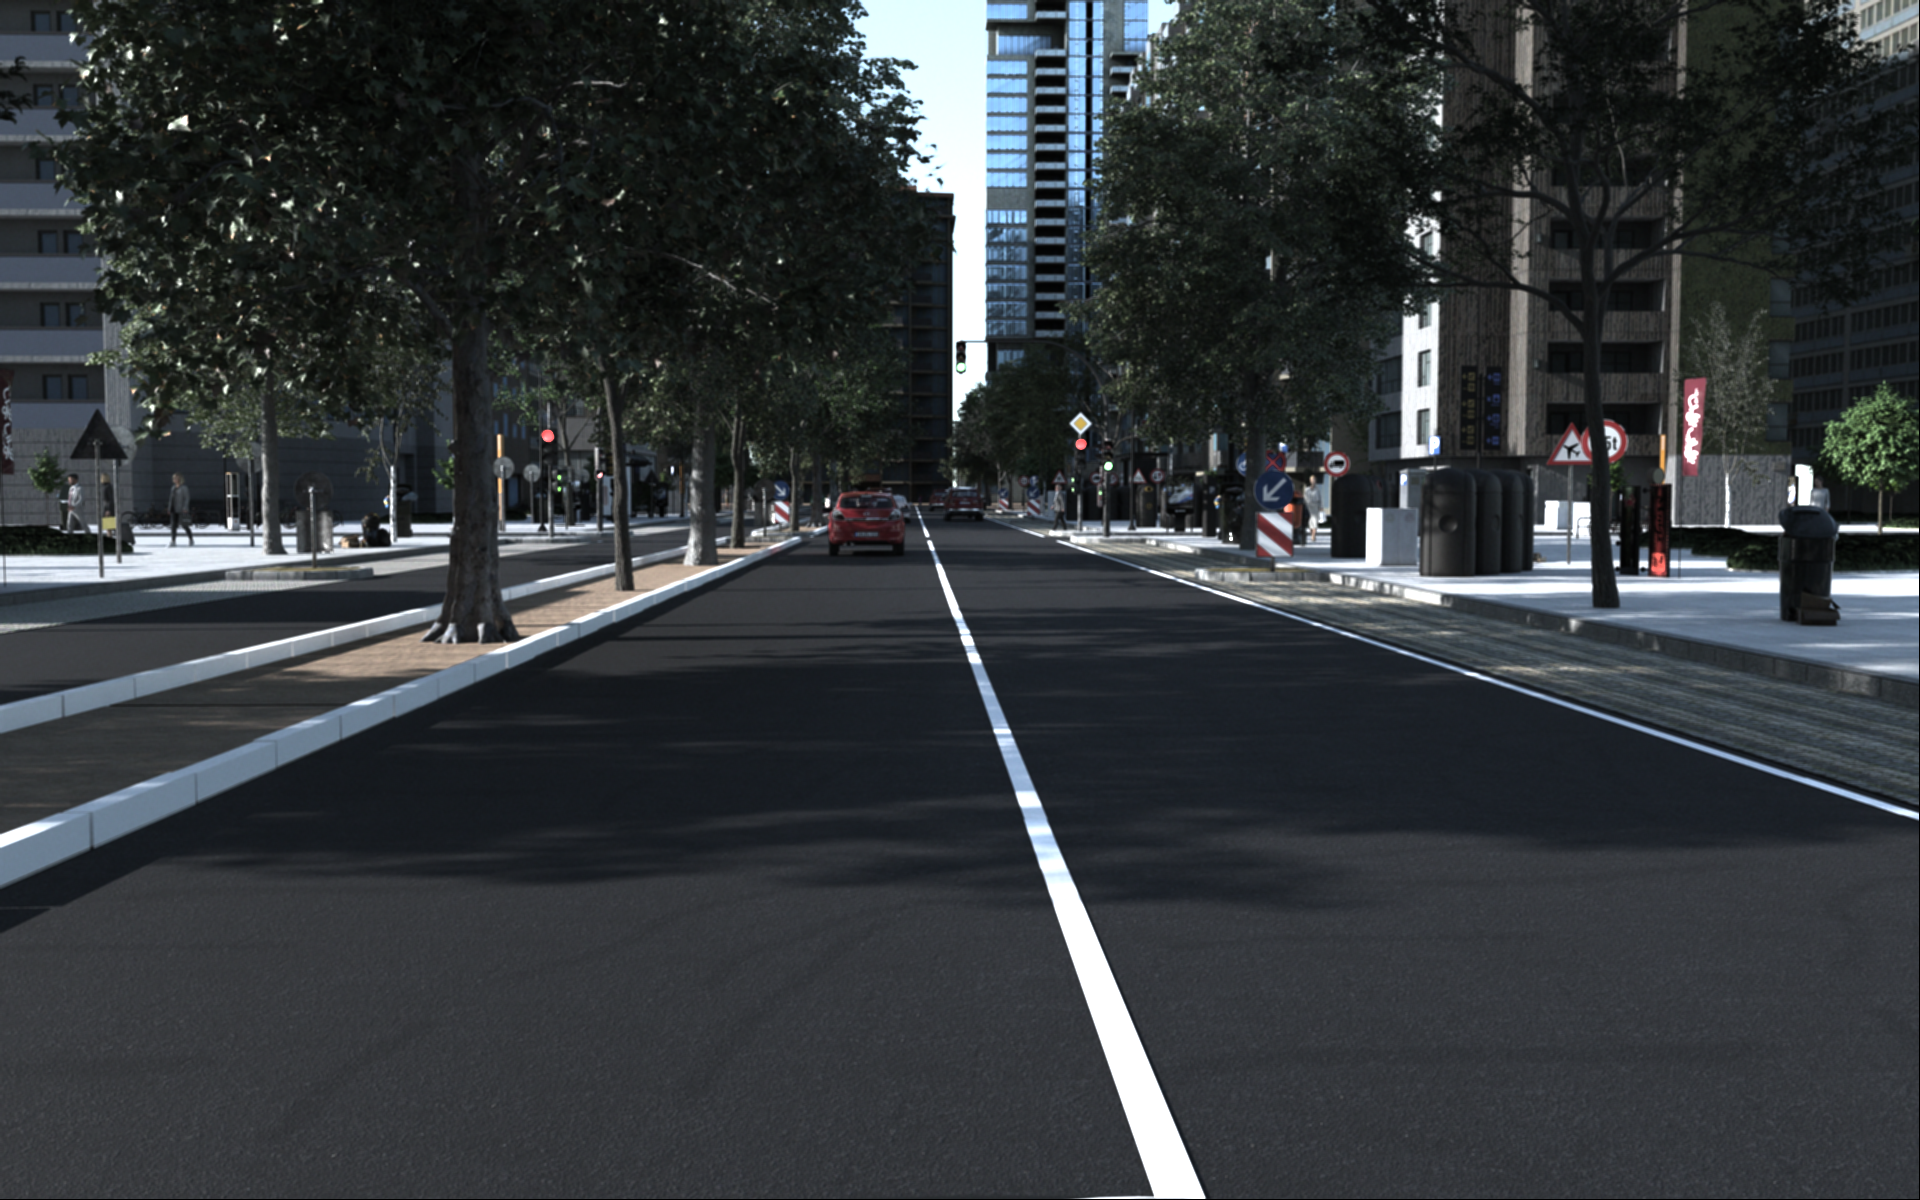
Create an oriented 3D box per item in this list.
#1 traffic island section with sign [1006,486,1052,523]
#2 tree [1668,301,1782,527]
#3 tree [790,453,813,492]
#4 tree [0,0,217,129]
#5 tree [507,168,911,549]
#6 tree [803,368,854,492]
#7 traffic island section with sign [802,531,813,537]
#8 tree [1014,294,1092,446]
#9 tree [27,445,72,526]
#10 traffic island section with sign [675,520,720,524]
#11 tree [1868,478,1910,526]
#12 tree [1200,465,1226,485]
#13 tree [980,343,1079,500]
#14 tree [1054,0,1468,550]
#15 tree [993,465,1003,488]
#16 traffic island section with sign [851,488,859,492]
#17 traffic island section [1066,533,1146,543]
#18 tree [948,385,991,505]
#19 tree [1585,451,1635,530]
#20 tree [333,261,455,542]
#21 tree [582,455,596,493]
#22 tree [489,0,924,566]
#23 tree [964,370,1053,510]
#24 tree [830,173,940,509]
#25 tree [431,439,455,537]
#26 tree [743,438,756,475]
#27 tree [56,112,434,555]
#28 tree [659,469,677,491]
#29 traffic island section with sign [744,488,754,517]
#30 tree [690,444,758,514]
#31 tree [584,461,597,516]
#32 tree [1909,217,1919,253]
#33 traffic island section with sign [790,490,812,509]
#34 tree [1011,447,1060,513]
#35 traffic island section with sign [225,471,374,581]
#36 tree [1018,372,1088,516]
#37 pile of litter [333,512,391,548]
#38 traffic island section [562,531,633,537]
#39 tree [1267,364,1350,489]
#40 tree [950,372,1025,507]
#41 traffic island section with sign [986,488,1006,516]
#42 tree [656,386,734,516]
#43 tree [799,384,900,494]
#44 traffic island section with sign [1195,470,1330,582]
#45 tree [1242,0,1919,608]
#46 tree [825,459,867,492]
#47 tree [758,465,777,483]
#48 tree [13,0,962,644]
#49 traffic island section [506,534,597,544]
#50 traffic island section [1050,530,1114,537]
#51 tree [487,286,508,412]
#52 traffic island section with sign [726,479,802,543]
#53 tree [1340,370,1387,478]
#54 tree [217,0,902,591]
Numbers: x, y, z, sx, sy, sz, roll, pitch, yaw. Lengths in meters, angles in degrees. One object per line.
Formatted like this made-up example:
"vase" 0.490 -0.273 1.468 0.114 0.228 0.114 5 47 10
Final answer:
"traffic island section with sign" 3.435 -4.665 84.900 1.989 1.847 2.006 0 4 -2
"tree" 28.953 -7.025 65.221 4.360 8.622 3.978 0 3 0
"tree" -18.435 -15.336 201.107 4.360 8.622 3.978 0 3 0
"tree" -4.832 -4.329 7.647 8.767 10.594 7.601 0 4 -2
"tree" -5.740 -7.151 45.136 9.928 11.665 9.643 0 3 0
"tree" -6.625 -7.895 81.903 4.737 8.622 4.395 0 3 0
"traffic island section with sign" -6.058 -3.104 58.891 2.006 1.907 1.989 0 4 -2
"tree" 6.118 -8.330 70.602 8.767 10.594 7.601 -2 4 -29
"tree" -36.261 -4.555 69.068 1.663 3.219 1.824 0 3 0
"traffic island section with sign" -12.647 -4.591 83.696 1.989 1.847 2.006 0 4 -2
"tree" 36.863 -4.522 68.539 1.663 3.219 1.824 0 3 0
"tree" 16.873 -7.391 115.444 1.663 3.219 1.824 0 3 0
"tree" 5.215 -12.822 127.763 7.486 12.596 7.792 0 3 0
"tree" 6.723 -8.137 39.699 9.857 13.997 8.962 0 3 0
"tree" 2.393 -17.961 210.665 9.611 12.733 9.660 0 3 0
"traffic island section with sign" -8.177 -7.698 133.999 2.006 1.907 1.989 0 4 -2
"traffic island section" 4.370 -1.789 51.534 2.009 0.180 2.903 0 4 -2
"tree" 3.118 -17.866 198.761 9.857 13.997 8.962 0 3 0
"tree" 23.618 -4.153 62.500 1.663 3.219 1.824 0 3 0
"tree" -14.983 -5.853 46.062 4.360 8.622 3.978 0 3 0
"tree" -25.471 -8.572 123.864 4.285 4.588 4.351 0 3 0
"tree" -5.207 -7.666 34.453 9.857 13.997 8.962 0 3 0
"tree" 4.075 -13.198 141.543 9.928 11.665 9.643 0 3 0
"tree" -7.817 -14.185 90.278 12.611 20.169 13.585 0 3 0
"tree" -14.806 -3.486 51.598 1.663 3.219 1.824 0 3 0
"tree" -17.718 -11.660 141.008 4.360 8.622 3.978 0 3 0
"tree" -14.462 -7.211 36.029 7.486 12.596 7.792 0 3 0
"tree" -22.664 -8.452 132.797 1.663 3.219 1.824 0 3 0
"traffic island section with sign" -13.415 -6.239 110.640 1.989 1.847 2.006 0 4 -2
"tree" -16.059 -7.970 114.016 4.285 4.588 4.351 0 3 0
"tree" -21.409 -6.492 100.749 1.663 3.219 1.824 0 3 0
"tree" 8.140 -1.693 11.395 4.285 4.588 4.351 0 3 0
"traffic island section with sign" -14.841 -9.337 161.293 1.989 1.847 2.006 0 4 -2
"tree" 5.237 -8.304 119.488 4.285 4.588 4.351 0 3 0
"traffic island section with sign" -11.127 -1.272 29.432 1.989 1.847 2.006 0 4 -2
"tree" 5.188 -9.292 102.279 4.737 8.622 4.395 0 3 0
"pile of litter" -14.440 -1.700 41.759 1.176 0.858 1.719 2 4 31
"traffic island section" -12.289 -2.250 59.060 2.009 0.180 2.903 0 4 -2
"tree" 17.412 -8.341 86.745 4.360 8.622 3.978 0 3 0
"tree" 4.038 -15.910 170.500 12.009 13.543 11.850 0 3 0
"traffic island section with sign" 2.678 -6.323 112.001 1.989 1.847 2.006 0 4 -2
"tree" -15.977 -9.165 100.204 4.360 8.622 3.978 0 3 0
"tree" -7.788 -11.712 112.075 7.486 12.596 7.792 0 3 0
"traffic island section with sign" 5.006 -1.250 29.072 1.989 1.847 2.006 0 4 -2
"tree" 7.037 -5.203 19.482 7.601 10.594 8.767 2 4 35
"tree" -7.715 -10.210 119.752 4.360 8.622 3.978 0 3 0
"tree" -17.784 -10.319 152.431 4.285 4.588 4.351 0 3 0
"tree" -4.749 -5.947 16.698 9.611 12.733 9.660 0 3 0
"traffic island section" -12.065 -1.761 51.079 2.009 0.180 2.903 0 4 -2
"traffic island section" 4.146 -2.277 59.516 2.009 0.180 2.903 0 4 -2
"tree" -15.809 -8.774 69.205 9.928 11.665 9.643 0 3 0
"traffic island section with sign" -5.860 -2.651 51.486 2.006 1.907 1.989 0 4 -2
"tree" 22.669 -8.738 93.227 4.737 8.622 4.395 0 3 0
"tree" -4.934 -5.426 25.589 8.767 10.594 7.601 0 4 -2
